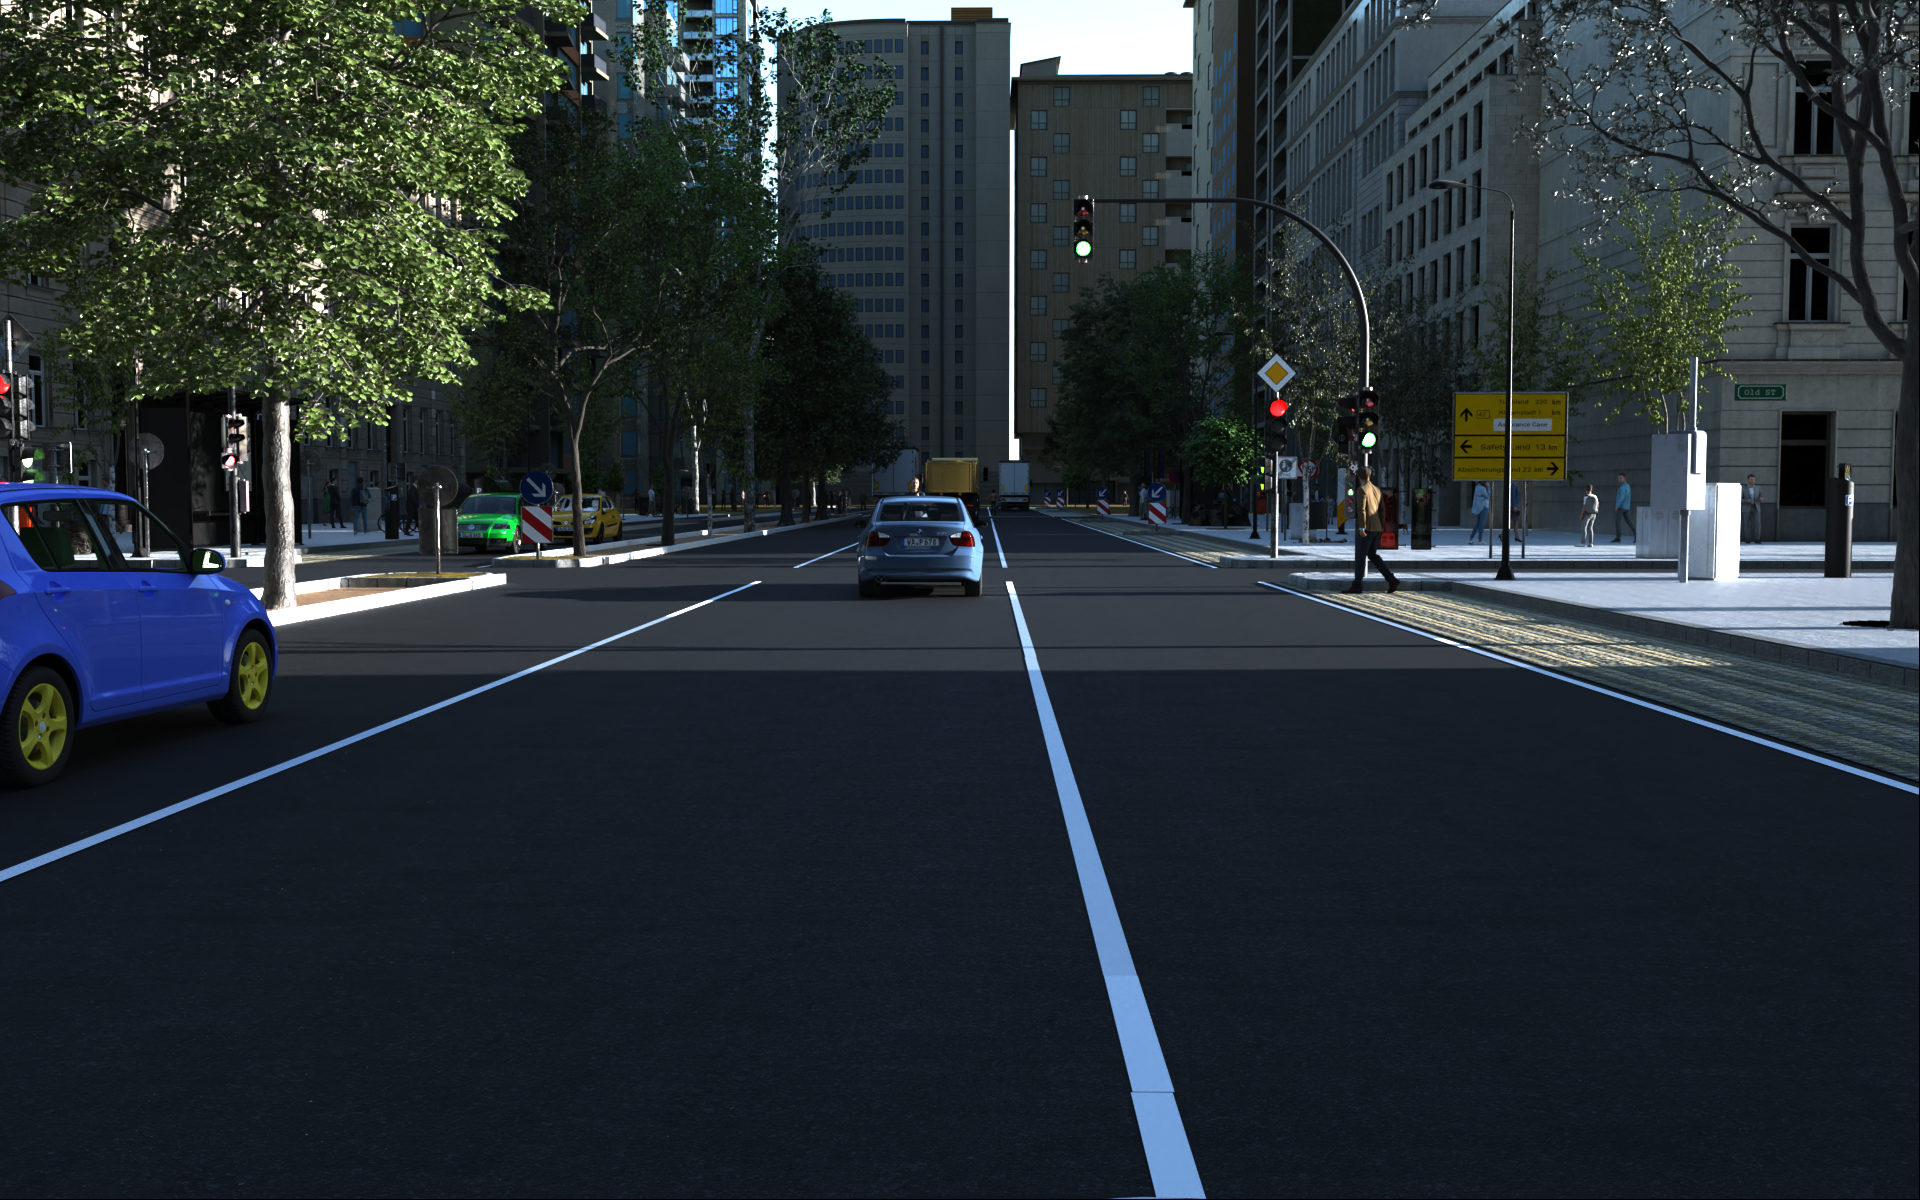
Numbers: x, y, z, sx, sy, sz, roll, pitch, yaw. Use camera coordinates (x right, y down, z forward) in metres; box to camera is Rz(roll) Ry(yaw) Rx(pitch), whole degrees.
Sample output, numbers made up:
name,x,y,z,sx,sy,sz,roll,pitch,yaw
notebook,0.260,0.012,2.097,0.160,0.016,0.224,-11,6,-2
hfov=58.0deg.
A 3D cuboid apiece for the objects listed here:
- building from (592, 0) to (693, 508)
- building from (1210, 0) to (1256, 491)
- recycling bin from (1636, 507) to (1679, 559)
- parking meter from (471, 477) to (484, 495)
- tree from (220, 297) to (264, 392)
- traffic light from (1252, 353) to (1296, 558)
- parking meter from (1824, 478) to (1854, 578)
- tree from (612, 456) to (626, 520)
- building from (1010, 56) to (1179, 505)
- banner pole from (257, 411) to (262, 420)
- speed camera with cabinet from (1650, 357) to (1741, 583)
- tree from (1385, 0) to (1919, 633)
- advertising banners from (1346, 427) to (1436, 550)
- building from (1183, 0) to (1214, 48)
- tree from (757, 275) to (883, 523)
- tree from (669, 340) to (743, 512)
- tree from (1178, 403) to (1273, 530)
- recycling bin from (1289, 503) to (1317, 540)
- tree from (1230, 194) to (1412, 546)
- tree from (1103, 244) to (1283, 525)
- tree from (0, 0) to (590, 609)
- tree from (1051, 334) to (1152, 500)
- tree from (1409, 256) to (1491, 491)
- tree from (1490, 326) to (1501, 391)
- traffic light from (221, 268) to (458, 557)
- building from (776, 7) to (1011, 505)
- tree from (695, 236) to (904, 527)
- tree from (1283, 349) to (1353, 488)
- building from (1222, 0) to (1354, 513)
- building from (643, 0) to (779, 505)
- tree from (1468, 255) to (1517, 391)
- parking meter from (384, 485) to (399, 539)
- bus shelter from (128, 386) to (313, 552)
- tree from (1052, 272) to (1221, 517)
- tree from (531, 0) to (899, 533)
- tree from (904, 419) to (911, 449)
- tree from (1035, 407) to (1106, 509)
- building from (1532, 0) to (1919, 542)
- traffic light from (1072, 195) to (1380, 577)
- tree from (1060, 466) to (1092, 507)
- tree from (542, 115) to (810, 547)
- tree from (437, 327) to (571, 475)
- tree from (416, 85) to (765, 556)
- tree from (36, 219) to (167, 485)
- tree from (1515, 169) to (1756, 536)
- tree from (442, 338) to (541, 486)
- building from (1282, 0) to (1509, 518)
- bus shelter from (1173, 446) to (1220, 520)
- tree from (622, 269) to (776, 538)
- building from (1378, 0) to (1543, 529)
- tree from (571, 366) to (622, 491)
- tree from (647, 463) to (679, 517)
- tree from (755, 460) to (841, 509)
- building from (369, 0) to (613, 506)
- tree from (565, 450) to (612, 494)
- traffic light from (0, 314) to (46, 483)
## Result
name,x,y,z,sx,sy,sz,roll,pitch,yaw
building,-41.299,-33.246,163.184,30.456,49.044,23.786,0,4,1
building,28.149,-29.941,139.651,14.600,45.320,14.200,0,4,1
recycling bin,13.982,-1.347,34.574,0.722,1.027,0.722,0,4,0
parking meter,-16.947,-3.371,60.829,0.399,1.863,0.255,-3,5,-40
tree,-24.972,-6.520,56.963,4.737,8.622,4.395,0,3,0
traffic light,6.297,-2.801,34.710,0.839,4.253,0.868,0,4,1
parking meter,13.519,-1.114,26.632,0.372,1.533,0.369,0,3,0
tree,-17.128,-5.601,86.181,1.663,3.219,1.824,0,3,0
building,19.952,-38.430,217.569,27.495,52.752,28.713,0,4,1
banner pole,-19.968,-3.700,50.511,0.401,3.779,0.863,3,5,39
speed camera with cabinet,10.955,-1.922,25.753,0.660,3.252,2.038,3,5,44
tree,8.983,-6.478,16.278,12.009,13.543,11.850,0,3,0
advertising banners,9.918,-2.677,39.963,2.074,3.025,0.090,1,4,9
building,36.356,-34.916,160.120,28.713,52.752,27.495,0,4,1
tree,-7.710,-10.079,85.373,7.486,12.596,7.792,0,3,0
tree,-16.490,-13.265,127.245,12.009,13.543,11.850,0,3,0
tree,9.587,-4.831,62.694,4.285,4.588,4.351,0,3,0
recycling bin,9.706,-2.231,49.036,0.722,1.027,0.722,0,4,5
tree,8.579,-5.636,42.506,4.360,8.622,3.978,0,3,0
tree,9.574,-8.977,72.537,9.928,11.665,9.643,0,3,0
tree,-8.595,-6.182,21.659,7.486,12.596,7.792,0,3,0
tree,9.960,-12.439,121.505,7.486,12.596,7.792,0,3,0
tree,12.272,-6.061,49.465,4.360,8.622,3.978,0,3,0
tree,16.529,-6.692,59.780,4.360,8.622,3.978,0,3,0
traffic light,-12.570,-3.690,34.992,4.771,5.953,1.251,0,4,1
building,-7.996,-41.106,214.075,28.212,58.520,21.231,0,4,1
tree,-7.638,-9.577,76.051,9.611,12.733,9.660,0,3,0
tree,17.833,-8.292,85.930,4.737,8.622,4.395,0,3,0
building,30.354,-41.786,121.456,20.563,71.187,20.611,0,4,1
building,-37.638,-55.174,214.768,31.000,86.520,22.319,0,4,1
tree,17.432,-6.273,52.923,4.737,8.622,4.395,0,3,0
parking meter,-16.123,-2.490,49.126,0.372,1.533,0.369,0,3,0
bus shelter,-17.086,-3.007,40.453,1.731,3.624,6.357,0,4,1
tree,10.086,-11.759,98.911,9.857,13.997,8.962,0,3,0
tree,-8.951,-12.582,64.067,12.611,20.169,13.585,0,3,0
tree,-7.524,-10.676,94.012,9.611,12.733,9.660,0,3,0
tree,11.216,-14.841,177.061,7.601,10.594,8.767,-2,4,-29
building,41.854,-16.922,53.094,44.131,29.872,17.030,0,4,1
traffic light,4.092,-3.177,26.613,4.771,5.953,1.251,0,4,1
tree,11.370,-11.367,169.567,4.285,4.588,4.351,0,3,0
tree,-7.922,-7.274,47.137,9.928,11.665,9.643,0,3,0
tree,-19.851,-7.566,74.073,4.737,8.622,4.395,0,3,0
tree,-8.385,-6.205,38.327,8.767,10.594,7.601,0,4,1
tree,-23.007,-5.901,46.843,4.737,8.622,4.395,0,3,0
tree,15.635,-5.389,38.478,4.737,8.622,4.395,0,3,0
tree,-21.752,-7.987,80.946,4.360,8.622,3.978,0,3,0
building,25.773,-19.397,94.632,11.434,29.767,29.804,0,4,1
bus shelter,11.651,-5.747,85.252,1.731,3.624,6.357,0,4,1
tree,-7.991,-6.258,55.146,4.737,8.622,4.395,0,3,0
building,24.461,-13.248,71.349,10.420,20.320,16.860,0,4,1
tree,-20.303,-8.924,96.275,4.737,8.622,4.395,0,3,0
tree,-16.801,-6.310,97.772,1.663,3.219,1.824,0,3,0
tree,-15.620,-16.902,182.997,9.857,13.997,8.962,0,3,0
building,-37.906,-28.794,125.408,22.147,44.769,28.867,0,4,1
tree,-16.420,-4.945,75.449,1.663,3.219,1.824,0,3,0
traffic light,-14.774,-2.329,27.002,0.839,4.253,0.868,0,4,1
